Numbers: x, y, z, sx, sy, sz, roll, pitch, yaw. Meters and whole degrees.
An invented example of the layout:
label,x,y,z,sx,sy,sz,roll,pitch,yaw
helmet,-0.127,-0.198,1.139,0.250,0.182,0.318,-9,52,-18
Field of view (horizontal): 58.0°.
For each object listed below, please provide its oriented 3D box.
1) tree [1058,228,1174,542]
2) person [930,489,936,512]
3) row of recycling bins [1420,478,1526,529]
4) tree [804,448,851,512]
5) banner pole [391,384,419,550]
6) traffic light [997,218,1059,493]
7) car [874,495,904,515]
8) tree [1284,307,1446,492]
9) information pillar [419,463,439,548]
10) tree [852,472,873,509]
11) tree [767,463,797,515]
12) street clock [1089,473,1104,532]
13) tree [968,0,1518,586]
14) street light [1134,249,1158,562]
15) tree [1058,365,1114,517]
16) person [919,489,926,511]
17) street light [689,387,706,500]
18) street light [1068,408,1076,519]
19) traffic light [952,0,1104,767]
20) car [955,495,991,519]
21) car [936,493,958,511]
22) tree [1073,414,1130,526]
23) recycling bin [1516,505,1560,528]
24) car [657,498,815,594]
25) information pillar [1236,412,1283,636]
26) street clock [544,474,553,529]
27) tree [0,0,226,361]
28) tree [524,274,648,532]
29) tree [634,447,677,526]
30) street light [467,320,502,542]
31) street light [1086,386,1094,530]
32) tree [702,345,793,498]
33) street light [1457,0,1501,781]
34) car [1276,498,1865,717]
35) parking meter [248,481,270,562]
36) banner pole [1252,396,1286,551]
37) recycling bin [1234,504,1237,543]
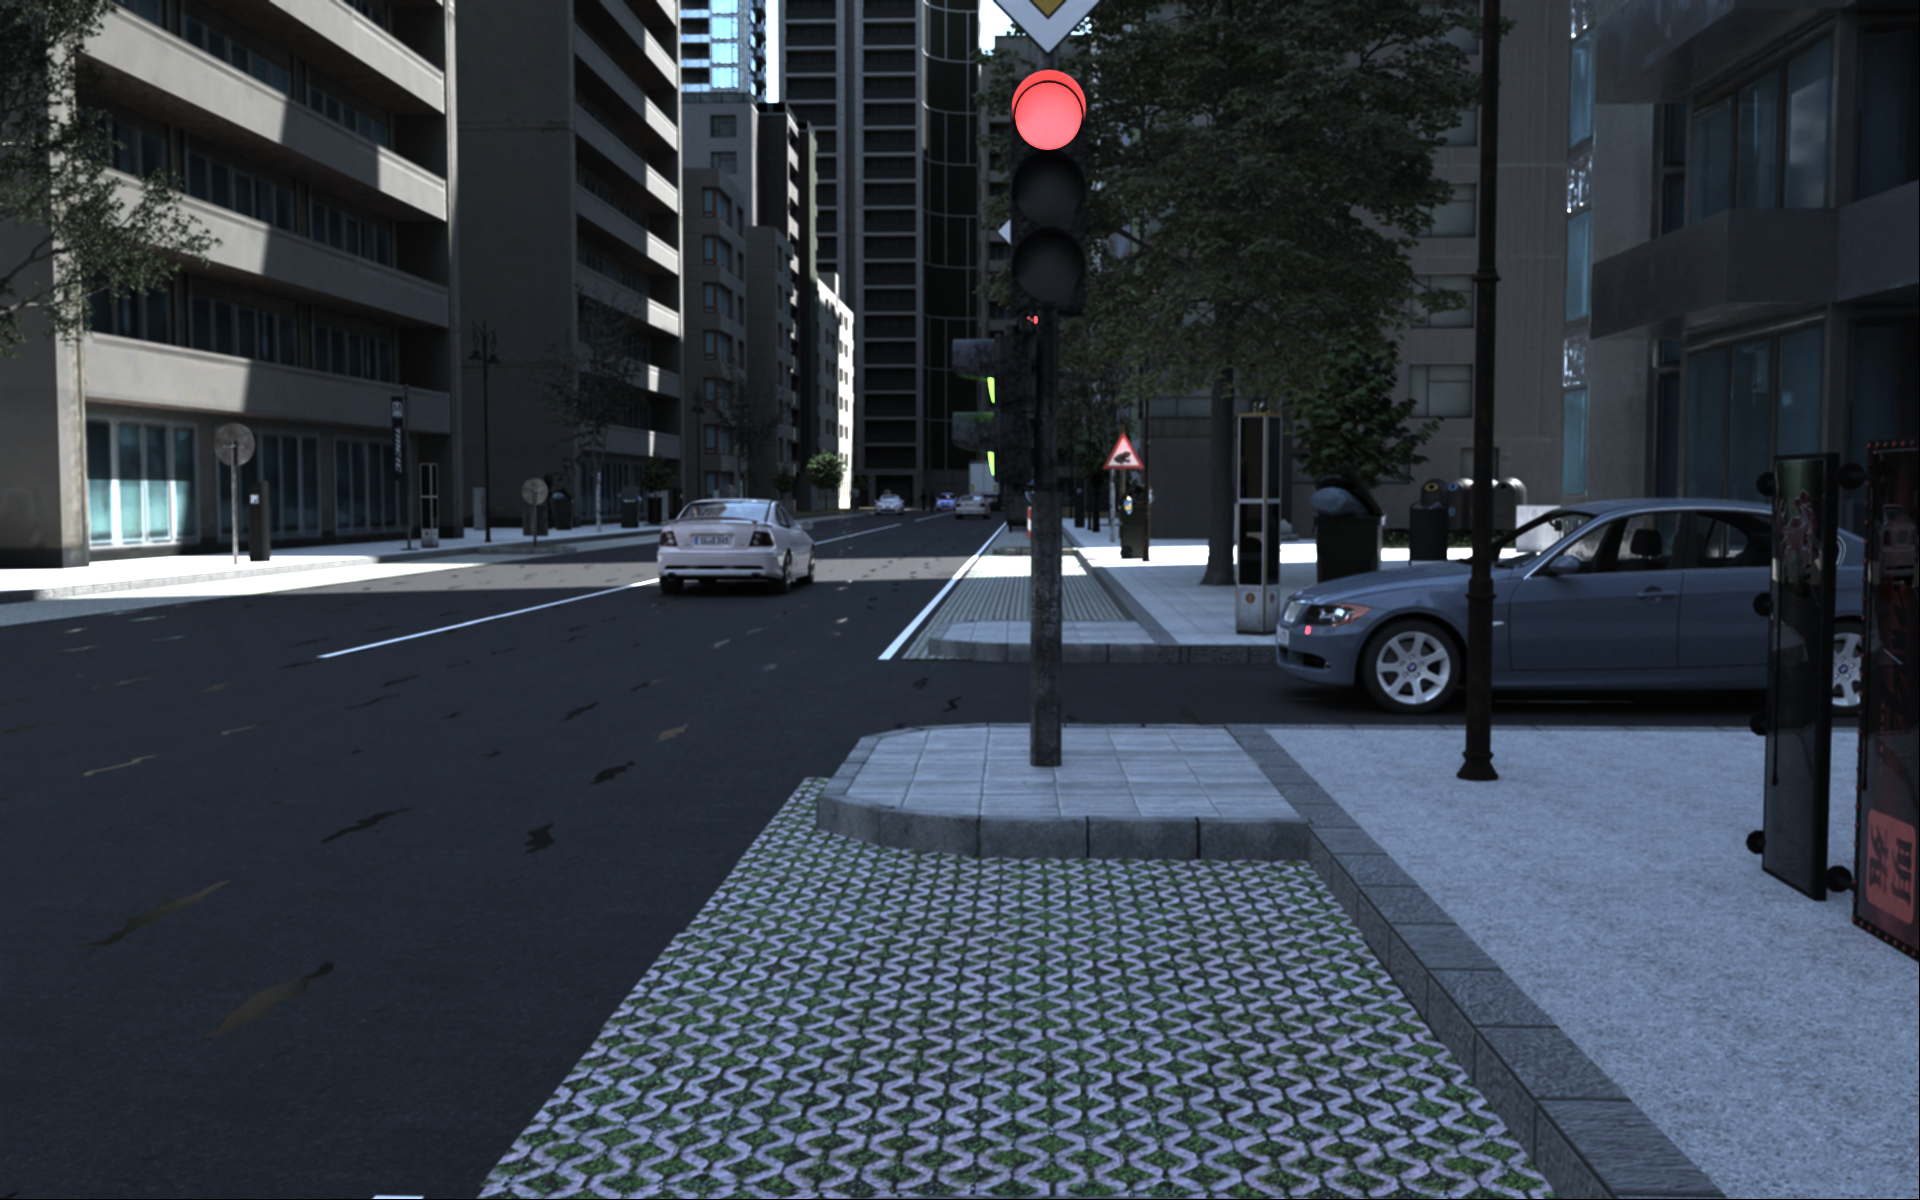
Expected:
label,x,y,z,sx,sy,sz,roll,pitch,yaw
tree,3.890,-5.848,45.978,4.360,8.622,3.978,0,3,0
person,-2.193,-7.948,138.476,0.705,1.821,1.348,1,4,13
row of recycling bins,13.453,-2.346,45.472,1.069,1.692,3.534,-2,4,-27
tree,-9.472,-8.560,123.670,4.285,4.588,4.351,0,3,0
banner pole,-12.653,-3.014,39.295,0.401,3.779,0.863,1,4,13
traffic light,0.719,-1.661,16.072,0.839,4.253,0.868,0,4,2
car,-4.900,-6.634,120.833,2.083,1.381,4.827,0,4,1
tree,4.222,-1.433,18.037,1.663,3.219,1.824,0,3,0
information pillar,-12.675,-2.255,41.355,0.304,2.012,0.304,1,4,12
tree,-8.554,-9.422,148.649,1.663,3.219,1.824,0,3,0
tree,-10.675,-6.806,105.873,1.663,3.219,1.824,0,3,0
street clock,4.600,-3.301,58.549,0.471,2.002,0.358,-2,4,-25
tree,3.767,-6.508,24.539,7.486,12.596,7.792,0,3,0
street light,3.531,-3.662,32.658,0.468,5.910,1.993,0,4,2
tree,6.569,-8.982,97.216,4.737,8.622,4.395,0,3,0
person,-3.094,-8.366,144.917,0.705,1.869,1.348,2,4,24
street light,-11.312,-6.248,74.945,0.468,5.910,1.993,0,4,2
street light,5.827,-7.213,90.721,0.468,5.910,1.993,0,4,2
traffic light,0.388,-1.173,8.094,0.839,4.253,0.868,0,4,2
car,0.744,-5.370,100.168,2.083,1.381,4.827,0,4,4
car,-1.127,-8.716,152.094,1.945,1.707,3.694,0,4,4
tree,6.122,-5.341,71.031,4.285,4.588,4.351,0,3,0
recycling bin,12.823,-1.578,38.347,0.722,1.027,0.722,-2,4,-29
car,-3.334,-0.854,26.325,2.083,1.381,4.827,0,4,2
information pillar,2.729,-0.693,15.818,0.304,2.012,0.304,3,4,38
street clock,-15.139,-3.619,63.736,0.358,2.002,0.471,0,4,-1
tree,-14.479,-5.507,24.455,8.767,10.594,7.601,1,4,16
tree,-12.293,-6.596,58.207,4.360,8.622,3.978,0,3,0
tree,-12.552,-4.659,70.771,1.663,3.219,1.824,0,3,0
street light,-12.603,-4.483,46.078,0.468,5.910,1.993,0,4,2
street light,4.638,-5.446,61.836,0.468,5.910,1.993,0,4,2
tree,-10.705,-8.323,86.449,4.360,8.622,3.978,0,3,0
street light,2.339,-2.132,7.649,0.468,5.910,1.993,0,4,2
car,4.464,0.001,11.983,4.499,1.417,2.014,0,4,2
parking meter,-13.313,-1.497,32.892,0.372,1.533,0.369,0,3,0
banner pole,6.956,-3.002,39.093,0.863,3.779,0.401,2,4,24
recycling bin,7.394,-2.005,45.344,0.722,1.027,0.722,-3,5,-40
